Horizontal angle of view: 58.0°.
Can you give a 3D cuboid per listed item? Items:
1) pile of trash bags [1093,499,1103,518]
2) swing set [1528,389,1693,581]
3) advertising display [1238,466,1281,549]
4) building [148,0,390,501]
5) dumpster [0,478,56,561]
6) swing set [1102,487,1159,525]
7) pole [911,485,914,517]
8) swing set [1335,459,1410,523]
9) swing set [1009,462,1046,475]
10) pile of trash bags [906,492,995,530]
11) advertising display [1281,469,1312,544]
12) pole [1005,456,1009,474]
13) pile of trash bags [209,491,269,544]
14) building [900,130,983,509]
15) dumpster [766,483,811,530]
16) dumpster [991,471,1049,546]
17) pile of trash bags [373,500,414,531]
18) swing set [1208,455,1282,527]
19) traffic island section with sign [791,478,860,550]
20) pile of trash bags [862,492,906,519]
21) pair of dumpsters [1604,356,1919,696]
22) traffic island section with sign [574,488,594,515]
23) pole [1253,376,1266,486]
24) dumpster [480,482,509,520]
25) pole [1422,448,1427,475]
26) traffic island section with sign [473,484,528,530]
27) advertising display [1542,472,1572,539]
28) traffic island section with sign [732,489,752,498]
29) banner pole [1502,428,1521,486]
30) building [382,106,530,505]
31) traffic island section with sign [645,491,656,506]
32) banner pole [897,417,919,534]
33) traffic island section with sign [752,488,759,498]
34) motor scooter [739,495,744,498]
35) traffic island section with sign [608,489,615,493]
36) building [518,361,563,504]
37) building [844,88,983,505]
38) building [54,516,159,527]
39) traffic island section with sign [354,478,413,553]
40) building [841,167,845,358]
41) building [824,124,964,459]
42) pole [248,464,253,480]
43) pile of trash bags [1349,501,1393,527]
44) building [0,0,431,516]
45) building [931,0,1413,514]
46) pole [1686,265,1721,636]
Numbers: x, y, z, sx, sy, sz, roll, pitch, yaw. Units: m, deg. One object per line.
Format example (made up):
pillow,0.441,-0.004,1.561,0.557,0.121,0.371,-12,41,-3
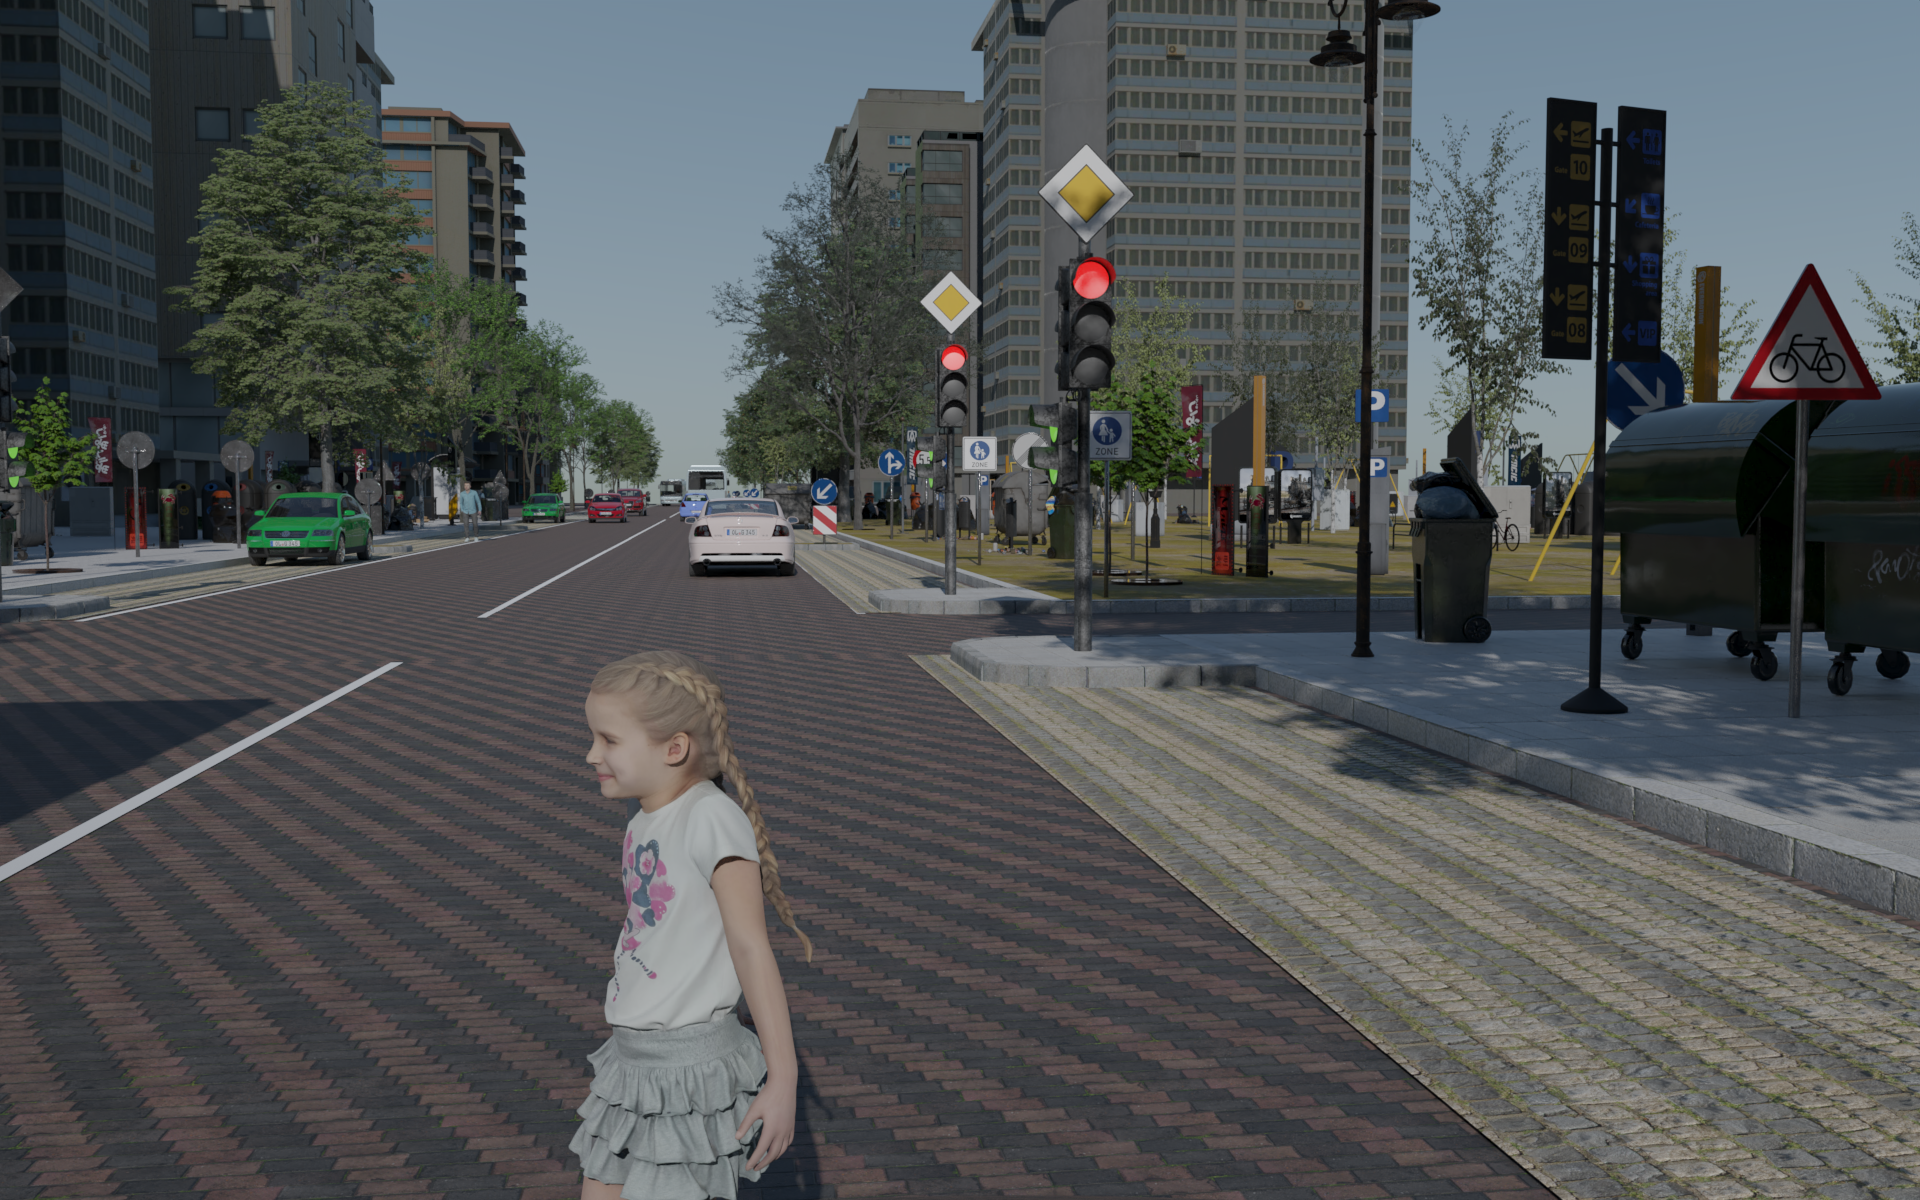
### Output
pile of trash bags,6.116,-5.015,91.743,1.912,1.369,3.447,2,4,34
swing set,10.493,-1.712,25.618,2.862,2.851,3.119,3,5,44
advertising display,6.996,-2.170,40.696,0.974,1.923,0.123,3,4,37
building,-50.970,-31.474,103.844,28.713,52.752,27.495,0,4,-8
dumpster,-18.654,-1.722,33.909,1.264,1.857,1.865,0,4,-8
swing set,6.712,-4.697,74.418,3.119,2.851,2.862,3,5,42
pole,-2.664,-6.313,97.066,0.158,3.312,0.155,0,3,0
swing set,17.944,-4.825,76.508,2.862,2.851,3.119,-1,4,-16
swing set,3.761,-5.368,85.389,3.119,2.851,2.862,-1,4,-8
pile of trash bags,0.059,-3.210,62.230,3.447,1.369,1.912,-1,4,-18
advertising display,8.602,-2.403,44.497,0.974,1.923,0.123,-1,4,-23
pole,2.499,-6.015,92.183,0.158,3.312,0.155,0,3,0
pile of trash bags,-19.012,-2.218,46.023,3.447,1.369,1.912,3,5,43
building,3.110,-22.622,141.565,14.160,30.474,14.107,0,4,-8
dumpster,-6.847,-3.715,68.956,1.865,1.857,1.264,0,4,-7
dumpster,1.545,-2.327,43.810,1.264,1.857,1.865,0,4,-8
pile of trash bags,-20.793,-3.070,59.944,1.912,1.369,3.447,3,4,37
swing set,11.297,-4.389,69.373,3.119,2.851,2.862,1,4,9
traffic island section with sign,-3.654,-2.207,44.713,1.989,1.847,2.006,0,4,-8
pile of trash bags,-3.377,-4.866,89.313,3.447,1.369,1.912,-3,5,-44
pair of dumpsters,6.029,-0.549,11.465,1.574,2.255,4.437,-1,4,-8
traffic island section with sign,-25.534,-6.775,119.406,1.989,1.847,2.006,0,4,-8
pole,5.172,-2.209,29.962,0.158,3.312,0.155,0,3,0
dumpster,-23.001,-4.878,85.517,1.264,1.857,1.865,0,4,-8
pole,20.676,-5.096,77.159,0.158,3.312,0.155,0,3,0
traffic island section with sign,-18.403,-3.719,69.436,1.989,1.847,2.006,0,4,-8
advertising display,17.088,-2.713,49.571,0.974,1.923,0.123,-1,4,-22
traffic island section with sign,-18.202,-8.461,146.964,1.989,1.847,2.006,0,4,-8
banner pole,20.734,-4.606,65.326,0.863,3.779,0.401,1,4,14
building,-61.666,-33.273,198.630,22.147,44.769,28.867,0,4,-8
traffic island section with sign,-40.983,-13.415,227.960,1.989,1.847,2.006,0,4,-8
banner pole,-1.681,-4.059,56.383,0.863,3.779,0.401,-3,5,-39
traffic island section with sign,-7.455,-3.839,71.400,1.989,1.847,2.006,0,4,-8
motor scooter,-27.422,-12.499,217.132,0.815,1.314,1.986,-1,4,-10
traffic island section with sign,-29.331,-8.408,146.093,1.989,1.847,2.006,0,4,-8
building,-67.665,-23.399,227.608,27.650,21.520,28.899,0,4,-8
building,-2.191,-35.551,204.963,21.300,48.544,21.600,0,4,-8
building,-47.800,-23.162,70.578,32.217,40.220,23.993,0,4,-8
traffic island section with sign,-14.581,-2.077,42.588,1.989,1.847,2.006,0,4,-8
building,-7.771,-34.997,222.316,14.600,45.320,14.200,0,4,-8
building,-3.871,-40.047,244.007,28.713,52.752,27.495,0,4,-8
pole,-32.329,-5.206,78.958,0.158,3.312,0.155,0,3,0
pile of trash bags,15.539,-3.596,68.542,1.912,1.369,3.447,-2,4,-29
building,-57.267,-26.843,130.761,32.217,40.220,23.993,0,4,-8
building,14.692,-26.385,123.271,32.217,40.220,23.993,0,4,-8
pole,6.706,-1.331,15.612,0.158,3.312,0.155,0,3,0
